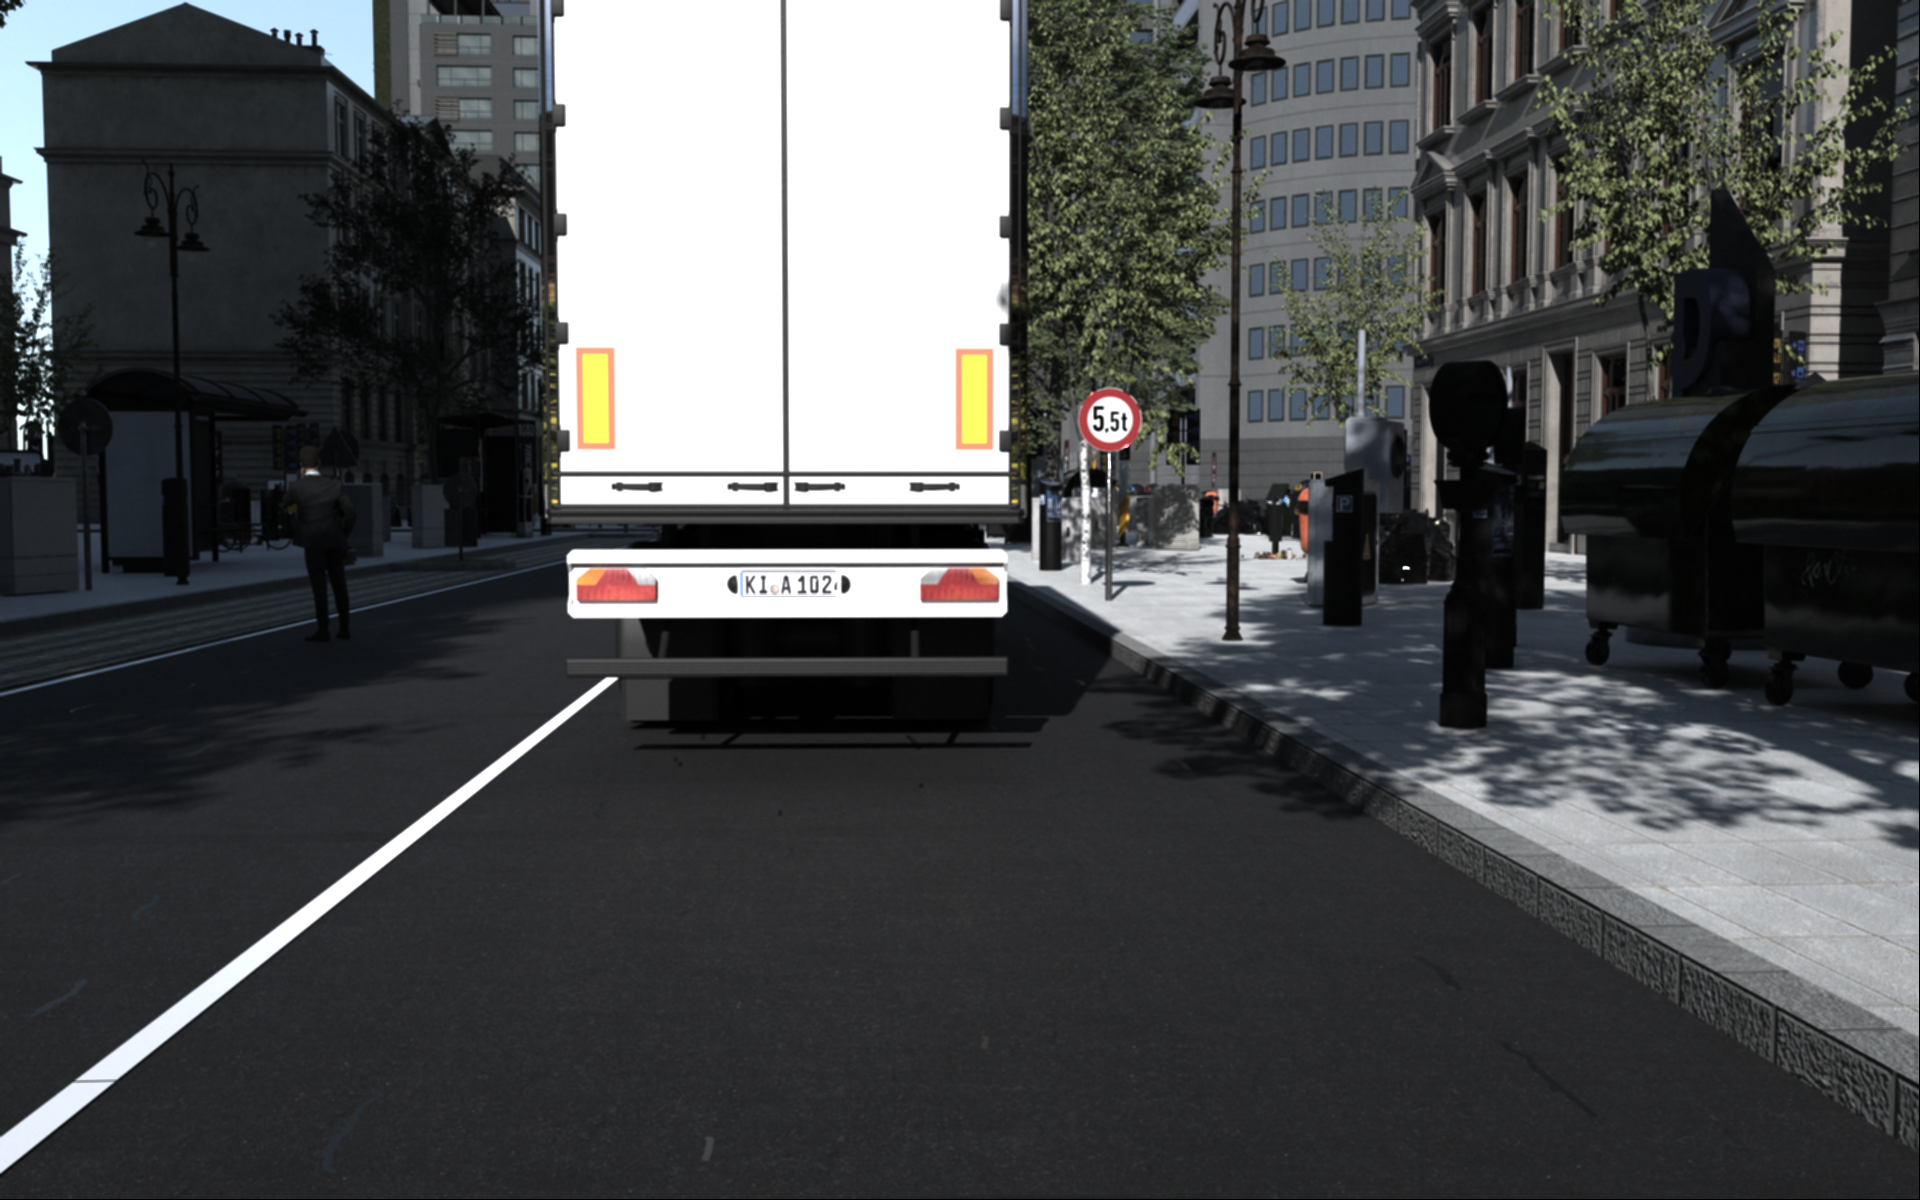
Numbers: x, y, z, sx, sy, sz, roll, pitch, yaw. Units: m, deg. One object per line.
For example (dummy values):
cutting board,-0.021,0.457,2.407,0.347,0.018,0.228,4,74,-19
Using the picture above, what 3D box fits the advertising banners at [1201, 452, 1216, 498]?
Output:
advertising banners,10.595,-4.746,73.777,0.090,3.025,2.074,0,4,-7

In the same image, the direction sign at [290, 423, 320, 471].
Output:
direction sign,-20.837,-3.878,55.409,0.876,3.537,0.379,1,4,21

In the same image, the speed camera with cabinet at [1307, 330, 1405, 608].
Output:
speed camera with cabinet,4.663,-1.585,20.249,0.660,3.252,2.038,2,4,29

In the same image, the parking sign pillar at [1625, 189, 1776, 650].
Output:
parking sign pillar,6.504,-1.611,14.807,1.447,3.967,1.447,0,4,7

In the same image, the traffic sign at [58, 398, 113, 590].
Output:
traffic sign,-11.642,-1.404,23.063,0.768,2.556,0.104,0,4,5

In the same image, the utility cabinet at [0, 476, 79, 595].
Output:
utility cabinet,-11.894,-0.832,22.274,0.318,1.500,1.173,1,4,11

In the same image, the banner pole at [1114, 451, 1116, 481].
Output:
banner pole,6.814,-5.407,78.417,0.863,3.779,0.401,-1,4,-20

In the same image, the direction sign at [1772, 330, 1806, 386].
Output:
direction sign,11.431,-1.962,24.073,0.876,3.537,0.379,-2,4,-31

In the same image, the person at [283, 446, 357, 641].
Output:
person,-6.280,-0.557,16.976,0.648,1.900,0.474,-3,5,-43

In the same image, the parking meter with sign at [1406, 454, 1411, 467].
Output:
parking meter with sign,19.517,-4.932,76.896,0.543,3.016,1.738,0,4,1

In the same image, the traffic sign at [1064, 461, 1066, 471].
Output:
traffic sign,2.943,-3.106,52.918,0.606,2.300,0.079,0,4,4

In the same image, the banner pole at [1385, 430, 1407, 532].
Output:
banner pole,14.847,-4.229,59.160,0.863,3.779,0.401,0,4,5

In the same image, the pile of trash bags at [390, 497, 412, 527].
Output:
pile of trash bags,-21.134,-3.562,67.985,3.447,1.369,1.912,0,4,-5

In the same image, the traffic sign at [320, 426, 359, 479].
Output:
traffic sign,-12.009,-2.038,33.326,0.884,2.594,0.081,0,4,-1

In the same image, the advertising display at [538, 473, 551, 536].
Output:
advertising display,-12.834,-2.962,53.635,0.123,1.923,0.974,0,4,5

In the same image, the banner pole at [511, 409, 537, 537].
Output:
banner pole,-12.960,-3.758,51.457,0.863,3.779,0.401,-3,4,-38

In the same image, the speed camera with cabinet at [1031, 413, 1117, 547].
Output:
speed camera with cabinet,2.794,-2.939,42.388,2.038,3.252,0.660,1,4,23

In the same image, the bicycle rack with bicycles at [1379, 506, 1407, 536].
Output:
bicycle rack with bicycles,13.197,-2.361,51.986,2.925,0.926,2.852,3,5,45

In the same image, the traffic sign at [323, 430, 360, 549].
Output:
traffic sign,-12.333,-2.106,34.535,0.768,2.556,0.104,0,4,4

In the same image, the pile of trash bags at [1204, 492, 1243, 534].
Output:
pile of trash bags,9.699,-2.824,55.933,1.912,1.369,3.447,3,5,44

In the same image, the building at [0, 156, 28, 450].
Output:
building,-57.975,-14.513,79.089,24.055,21.916,13.314,0,4,-4

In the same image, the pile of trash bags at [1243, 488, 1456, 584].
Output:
pile of trash bags,5.827,-0.935,25.047,1.912,1.369,3.447,3,4,39

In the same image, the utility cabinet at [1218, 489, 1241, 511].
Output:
utility cabinet,11.617,-4.035,74.655,1.173,1.500,0.318,-3,5,-42

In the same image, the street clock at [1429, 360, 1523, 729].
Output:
street clock,2.778,-0.302,9.501,0.358,2.002,0.471,3,5,44

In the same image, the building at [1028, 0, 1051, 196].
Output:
building,14.555,-33.152,165.737,21.300,48.544,21.600,0,4,-4

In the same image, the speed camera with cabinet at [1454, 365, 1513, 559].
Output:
speed camera with cabinet,8.330,-2.024,27.435,0.660,3.252,2.038,0,4,5

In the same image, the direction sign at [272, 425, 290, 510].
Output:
direction sign,-22.256,-3.983,57.121,0.379,3.537,0.876,2,4,32

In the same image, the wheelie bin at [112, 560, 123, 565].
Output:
wheelie bin,-15.062,-1.436,31.389,0.693,1.594,0.980,0,4,4

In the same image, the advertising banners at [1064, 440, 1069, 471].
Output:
advertising banners,3.605,-3.625,55.458,0.090,3.025,2.074,-1,4,-11

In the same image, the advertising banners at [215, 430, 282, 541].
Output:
advertising banners,-19.775,-3.151,47.708,2.074,3.025,0.090,0,4,-4

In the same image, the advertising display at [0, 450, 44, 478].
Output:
advertising display,-13.827,-1.221,25.180,0.123,1.923,0.974,3,5,40

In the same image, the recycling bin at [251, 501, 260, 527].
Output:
recycling bin,-27.859,-3.370,67.653,0.722,1.027,0.722,1,4,19

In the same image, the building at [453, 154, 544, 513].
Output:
building,-36.343,-17.786,124.086,16.112,22.955,30.059,0,4,-4

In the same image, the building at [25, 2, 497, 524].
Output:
building,-33.430,-16.655,91.391,14.460,24.649,34.723,0,4,-4

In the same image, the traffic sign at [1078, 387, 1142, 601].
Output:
traffic sign,1.792,-1.265,20.795,0.768,2.556,0.104,0,4,-2

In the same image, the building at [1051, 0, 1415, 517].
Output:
building,16.986,-35.508,122.560,21.231,58.520,28.212,0,4,-4

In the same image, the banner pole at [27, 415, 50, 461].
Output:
banner pole,-28.528,-3.901,53.799,0.401,3.779,0.863,3,5,40

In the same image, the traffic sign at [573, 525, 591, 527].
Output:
traffic sign,-14.892,-4.540,68.099,2.265,3.308,0.079,0,4,3

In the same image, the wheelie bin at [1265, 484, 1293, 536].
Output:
wheelie bin,9.716,-2.735,52.627,0.693,1.594,0.980,-3,5,-41

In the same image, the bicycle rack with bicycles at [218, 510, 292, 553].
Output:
bicycle rack with bicycles,-16.844,-1.558,38.851,2.925,0.926,2.852,0,4,-2

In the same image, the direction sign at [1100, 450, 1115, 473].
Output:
direction sign,6.270,-4.994,73.645,0.876,3.537,0.379,-3,5,-41

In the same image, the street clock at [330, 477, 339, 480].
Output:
street clock,-25.897,-4.114,71.831,0.358,2.002,0.471,2,4,33

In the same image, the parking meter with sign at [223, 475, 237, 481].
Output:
parking meter with sign,-29.775,-4.535,70.412,1.738,3.016,0.543,-1,4,-12

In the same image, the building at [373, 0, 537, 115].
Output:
building,-41.973,-38.162,165.956,21.231,58.520,28.212,0,4,-4

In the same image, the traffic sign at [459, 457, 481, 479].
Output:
traffic sign,-13.457,-2.781,47.597,0.606,2.300,0.079,0,4,3

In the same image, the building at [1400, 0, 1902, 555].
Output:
building,17.986,-12.305,37.348,11.583,22.565,21.152,0,4,-4

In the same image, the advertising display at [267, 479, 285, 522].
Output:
advertising display,-29.017,-4.194,73.786,0.974,1.923,0.123,0,4,0

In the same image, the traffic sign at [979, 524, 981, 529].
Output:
traffic sign,0.627,-3.328,54.511,0.768,2.556,0.104,0,4,3

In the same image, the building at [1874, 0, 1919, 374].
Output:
building,18.936,-10.252,16.779,9.793,20.994,18.267,0,4,-4

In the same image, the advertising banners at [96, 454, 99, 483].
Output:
advertising banners,-21.264,-2.923,43.974,0.090,3.025,2.074,1,4,13

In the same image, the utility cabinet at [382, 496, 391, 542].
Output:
utility cabinet,-15.847,-2.164,46.535,1.020,1.237,0.306,-1,4,-10

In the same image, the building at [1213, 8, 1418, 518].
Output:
building,25.274,-33.383,87.818,28.212,58.520,21.231,0,4,-4

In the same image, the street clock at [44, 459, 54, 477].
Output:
street clock,-18.904,-1.900,35.630,0.358,2.002,0.471,2,4,32

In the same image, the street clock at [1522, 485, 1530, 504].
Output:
street clock,4.611,-0.613,14.599,0.358,2.002,0.471,1,4,19

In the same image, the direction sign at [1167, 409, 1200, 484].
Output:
direction sign,5.947,-3.315,46.193,0.876,3.537,0.379,1,4,9

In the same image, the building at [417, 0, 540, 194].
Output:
building,-36.535,-28.262,145.679,14.154,41.232,14.086,0,4,-4
